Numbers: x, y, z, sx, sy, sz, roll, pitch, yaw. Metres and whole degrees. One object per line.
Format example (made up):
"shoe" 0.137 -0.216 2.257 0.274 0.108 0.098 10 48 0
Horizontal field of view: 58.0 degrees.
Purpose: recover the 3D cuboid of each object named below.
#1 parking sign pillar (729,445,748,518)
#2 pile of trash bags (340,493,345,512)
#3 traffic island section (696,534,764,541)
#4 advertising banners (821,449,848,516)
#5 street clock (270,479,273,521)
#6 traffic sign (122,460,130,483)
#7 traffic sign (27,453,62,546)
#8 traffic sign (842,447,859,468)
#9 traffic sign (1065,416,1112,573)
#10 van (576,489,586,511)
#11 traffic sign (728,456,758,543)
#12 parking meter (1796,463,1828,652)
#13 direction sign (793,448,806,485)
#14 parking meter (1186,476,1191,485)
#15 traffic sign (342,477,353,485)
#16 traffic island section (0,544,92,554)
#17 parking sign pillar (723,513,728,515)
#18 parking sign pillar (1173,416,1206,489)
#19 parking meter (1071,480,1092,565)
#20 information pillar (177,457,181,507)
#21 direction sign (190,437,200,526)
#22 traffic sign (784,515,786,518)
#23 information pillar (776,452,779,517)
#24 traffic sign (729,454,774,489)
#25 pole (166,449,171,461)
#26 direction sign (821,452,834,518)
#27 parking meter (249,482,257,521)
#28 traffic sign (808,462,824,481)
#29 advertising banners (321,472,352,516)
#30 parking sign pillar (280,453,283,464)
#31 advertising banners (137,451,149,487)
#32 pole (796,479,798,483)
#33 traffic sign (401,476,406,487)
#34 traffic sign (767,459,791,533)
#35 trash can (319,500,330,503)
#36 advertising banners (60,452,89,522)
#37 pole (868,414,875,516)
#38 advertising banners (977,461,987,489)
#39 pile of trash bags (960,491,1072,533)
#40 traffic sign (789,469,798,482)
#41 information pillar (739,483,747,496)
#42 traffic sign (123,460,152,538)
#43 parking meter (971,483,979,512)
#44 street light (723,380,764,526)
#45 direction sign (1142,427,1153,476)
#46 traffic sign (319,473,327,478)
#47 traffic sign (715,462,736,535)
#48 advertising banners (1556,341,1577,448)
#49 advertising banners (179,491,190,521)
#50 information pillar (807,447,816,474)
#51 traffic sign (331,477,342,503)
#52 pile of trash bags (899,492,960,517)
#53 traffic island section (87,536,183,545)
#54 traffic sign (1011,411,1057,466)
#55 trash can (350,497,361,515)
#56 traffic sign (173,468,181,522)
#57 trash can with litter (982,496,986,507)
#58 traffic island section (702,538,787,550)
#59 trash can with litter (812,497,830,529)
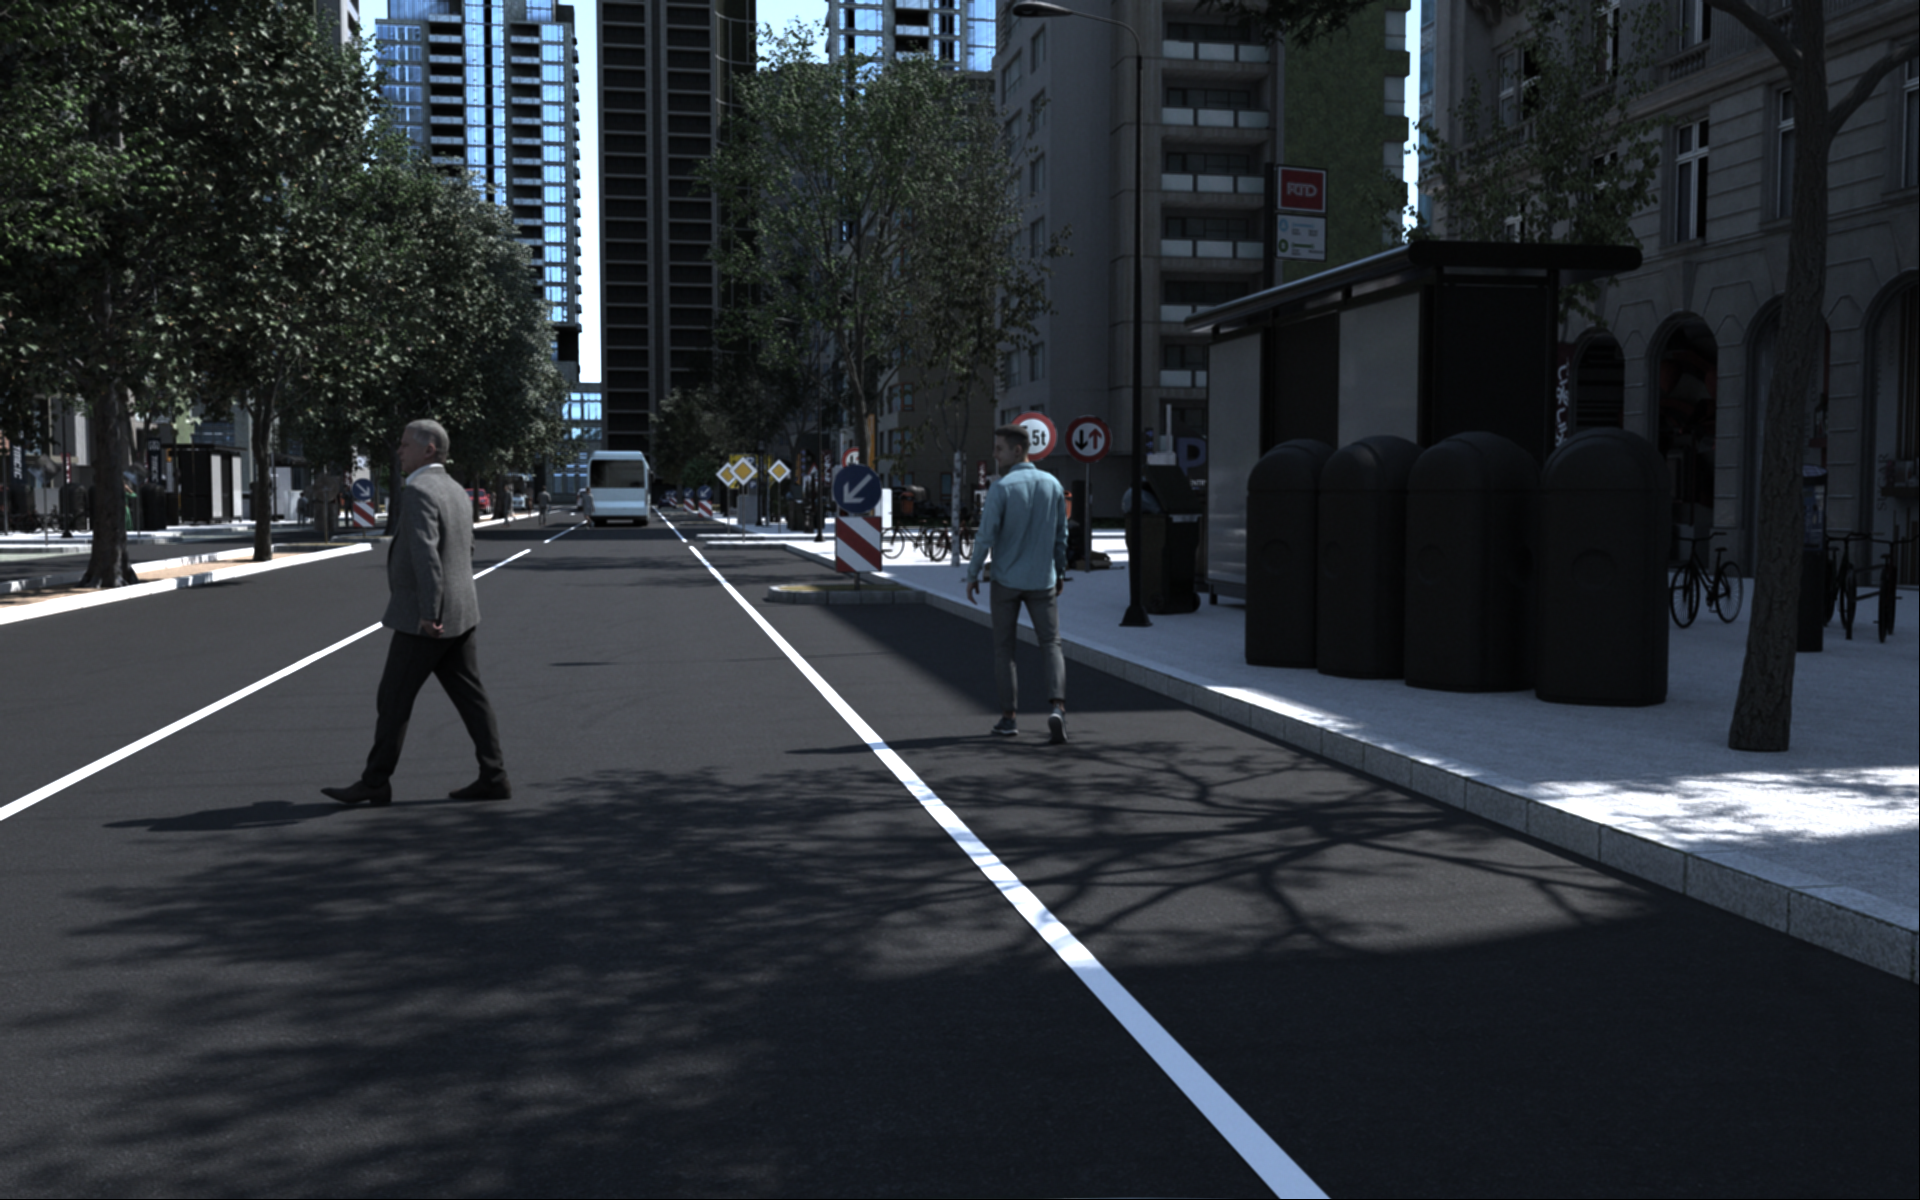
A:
"parking sign pillar" -11.562 -6.503 94.794 1.447 3.967 1.447 1 4 19
"pile of trash bags" -44.703 -6.880 122.242 1.912 1.369 3.447 3 4 37
"traffic island section" -7.149 -1.921 53.687 2.009 0.180 2.903 -1 4 -10
"advertising banners" -4.574 -4.397 68.074 2.074 3.025 0.090 -3 4 -36
"street clock" -32.627 -4.721 81.756 0.358 2.002 0.471 -3 5 -40
"traffic sign" -31.873 -4.053 66.266 0.884 2.594 0.081 -1 4 -10
"traffic sign" -22.540 -2.388 42.687 0.795 2.450 0.064 -1 4 -10
"traffic sign" -2.833 -2.876 47.133 0.768 2.556 0.104 0 4 -3
"traffic sign" 2.084 -1.723 28.272 0.768 2.556 0.104 0 4 -5
"van" -32.392 -8.783 150.617 2.013 2.044 4.112 -1 4 -9
"traffic sign" -5.724 -2.576 45.752 0.795 2.450 0.064 -1 4 -10
"parking meter" 6.872 -0.352 14.168 0.372 1.533 0.369 0 3 0
"direction sign" -7.931 -5.708 85.318 0.379 3.537 0.876 3 5 41
"parking meter" 7.228 -3.061 55.759 0.255 1.863 0.399 -1 4 -22
"traffic sign" -42.002 -7.254 118.710 0.768 2.556 0.104 0 4 -2
"traffic island section" -22.562 -1.252 42.745 2.009 0.180 2.903 -1 4 -10
"parking sign pillar" -13.342 -6.976 102.524 1.447 3.967 1.447 -1 4 -16
"parking sign pillar" 8.017 -4.361 59.775 1.447 3.967 1.447 -1 4 -11
"parking meter" 2.217 -1.415 31.551 0.372 1.533 0.369 0 3 0
"information pillar" -40.549 -6.058 90.410 0.504 3.616 0.183 -2 4 -29
"direction sign" -30.424 -4.694 68.748 0.379 3.537 0.876 -1 4 -21
"traffic sign" -9.564 -5.653 94.562 0.606 2.300 0.079 -1 4 -9
"information pillar" -10.074 -6.368 95.479 0.183 3.616 0.504 -1 4 -17
"traffic sign" -10.527 -5.724 87.453 2.265 3.308 0.079 0 4 -5
"pole" -34.657 -5.019 75.901 0.158 3.312 0.155 0 3 0
"direction sign" -7.282 -6.250 94.189 0.876 3.537 0.379 -1 4 -21
"parking meter" -33.736 -4.711 82.731 0.399 1.863 0.255 3 5 45
"traffic sign" -5.934 -4.317 70.589 0.884 2.594 0.081 -1 4 -9
"advertising banners" -36.559 -6.429 101.297 2.074 3.025 0.090 -1 4 -9
"parking sign pillar" -44.994 -7.657 113.660 1.447 3.967 1.447 1 4 8
"advertising banners" -34.217 -4.570 70.900 2.074 3.025 0.090 -1 4 -18
"pole" -8.217 -5.750 87.859 0.158 3.312 0.155 0 3 0
"traffic sign" -39.462 -7.468 122.203 0.768 2.556 0.104 -1 4 -8
"traffic sign" -5.943 -3.410 56.939 0.795 2.450 0.064 0 4 -6
"trash can" -36.071 -5.296 98.249 0.748 1.137 0.748 0 3 0
"advertising banners" -37.361 -4.736 73.622 0.090 3.025 2.074 1 4 19
"pole" -2.266 -3.084 44.266 0.158 3.312 0.155 0 3 0
"advertising banners" 1.901 -5.788 90.819 2.074 3.025 0.090 0 4 -1
"pile of trash bags" 2.025 -2.844 56.251 3.447 1.369 1.912 -1 4 -17
"traffic sign" -8.570 -5.350 87.580 0.768 2.556 0.104 -1 4 -10
"information pillar" -10.164 -4.692 81.211 0.304 2.012 0.304 3 5 44
"traffic sign" -23.987 -2.868 50.540 0.795 2.450 0.064 -1 4 -10
"parking meter" 0.795 -5.413 94.217 0.399 1.863 0.255 -2 4 -33
"street light" -8.601 -5.920 69.335 1.470 5.913 1.316 -1 4 -10
"direction sign" 6.212 -4.089 58.854 0.876 3.537 0.379 -2 4 -34
"traffic sign" -37.931 -6.312 103.314 0.768 2.556 0.104 0 4 -2
"traffic sign" -7.171 -3.056 53.606 0.795 2.450 0.064 -1 4 -10
"advertising banners" 6.350 -1.425 19.480 2.074 3.025 0.090 -3 5 -40
"advertising banners" -35.972 -5.257 82.136 2.074 3.025 0.090 -1 4 -17
"information pillar" -7.471 -5.841 86.855 0.504 3.616 0.183 2 4 25
"traffic sign" -36.420 -6.059 101.188 0.606 2.300 0.079 0 4 -8
"pile of trash bags" -1.157 -3.664 69.654 3.447 1.369 1.912 3 5 44
"traffic island section" -24.009 -1.732 50.598 2.009 0.180 2.903 -1 4 -10
"traffic sign" 1.113 -1.633 26.803 0.768 2.556 0.104 0 4 -1
"trash can" -36.164 -5.624 103.613 0.748 1.137 0.748 0 3 0
"traffic sign" -34.577 -4.614 76.627 0.795 2.450 0.064 0 4 -1
"trash can with litter" 1.594 -4.370 82.832 1.055 1.170 0.624 2 4 30
"traffic island section" -5.702 -1.441 45.833 2.009 0.180 2.903 -1 4 -10
"trash can with litter" -5.296 -3.177 63.330 0.624 1.170 1.055 3 4 37
